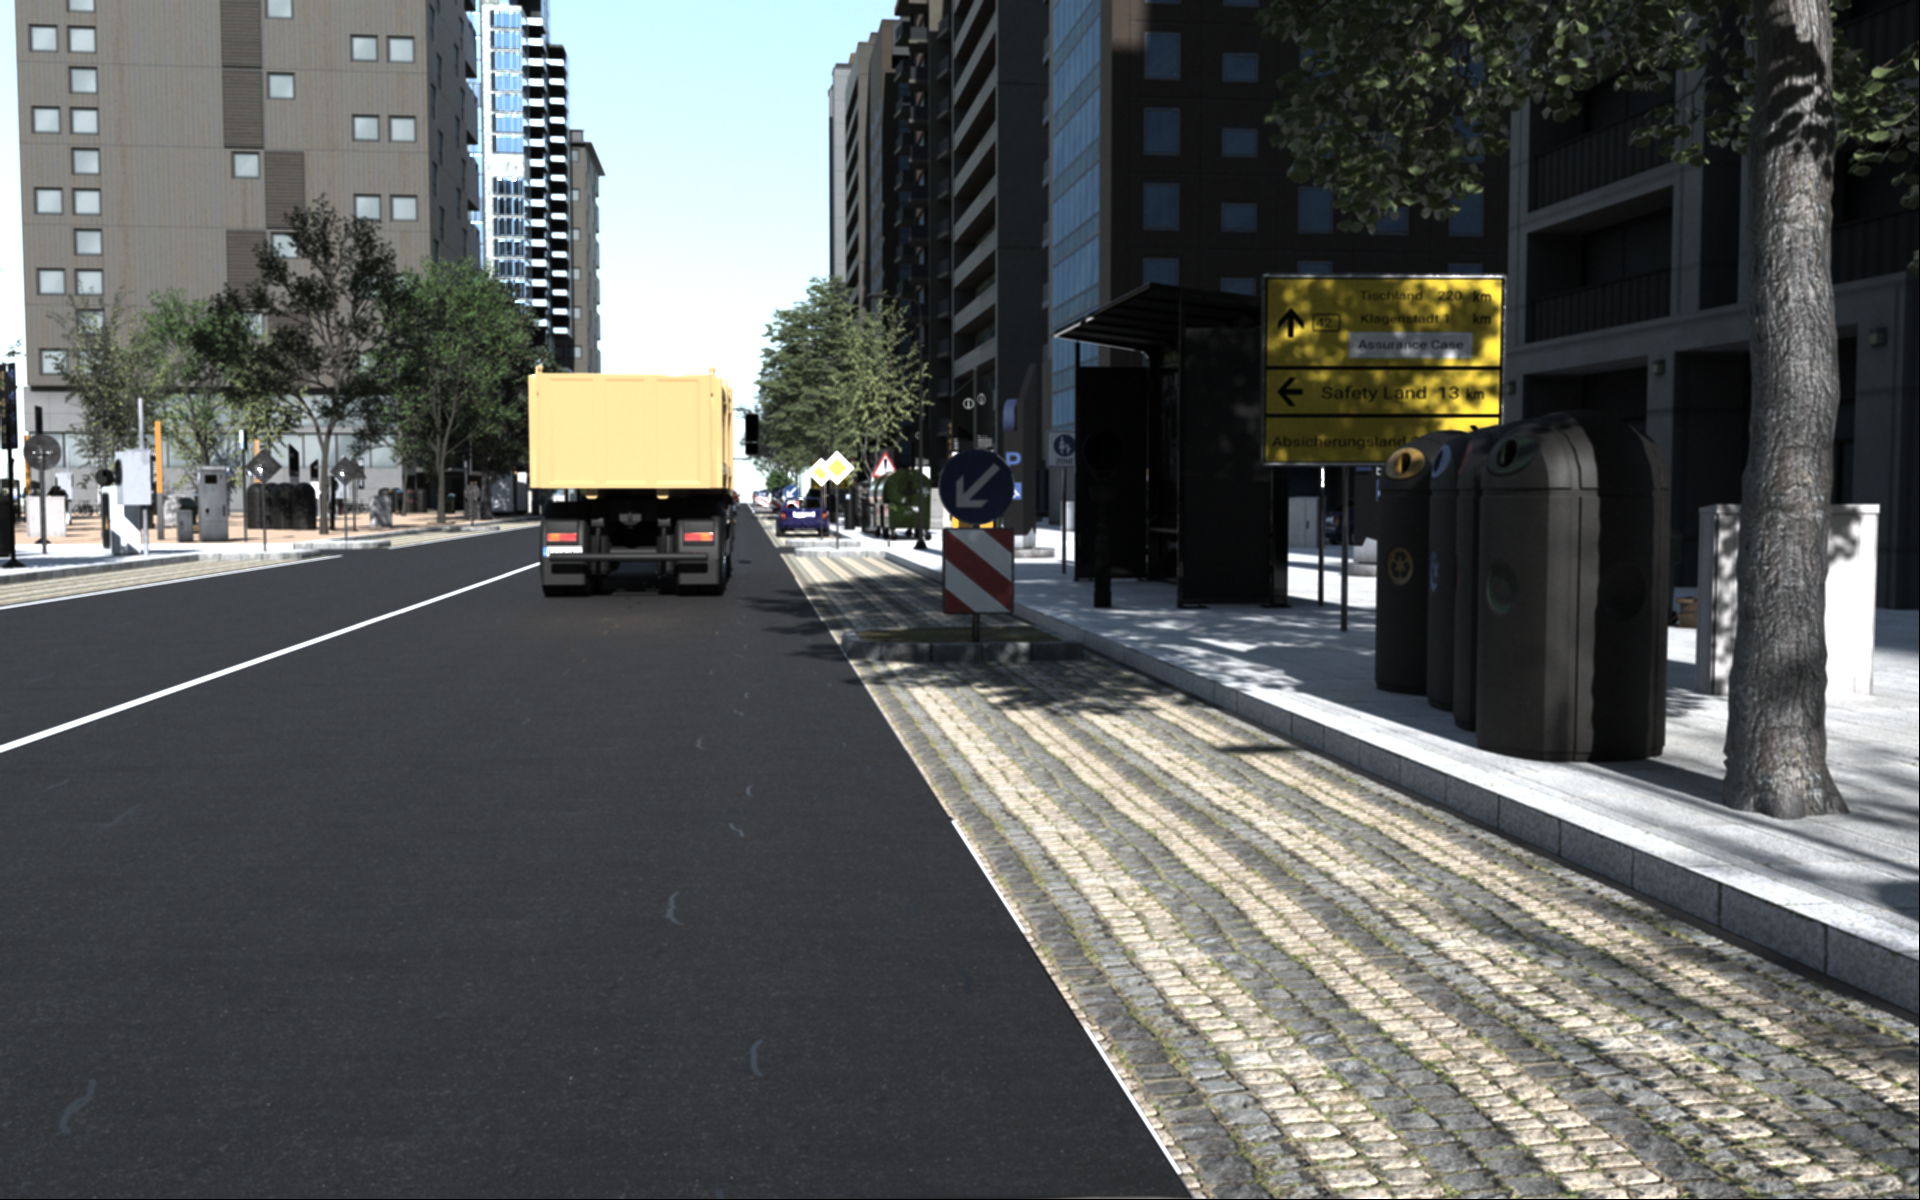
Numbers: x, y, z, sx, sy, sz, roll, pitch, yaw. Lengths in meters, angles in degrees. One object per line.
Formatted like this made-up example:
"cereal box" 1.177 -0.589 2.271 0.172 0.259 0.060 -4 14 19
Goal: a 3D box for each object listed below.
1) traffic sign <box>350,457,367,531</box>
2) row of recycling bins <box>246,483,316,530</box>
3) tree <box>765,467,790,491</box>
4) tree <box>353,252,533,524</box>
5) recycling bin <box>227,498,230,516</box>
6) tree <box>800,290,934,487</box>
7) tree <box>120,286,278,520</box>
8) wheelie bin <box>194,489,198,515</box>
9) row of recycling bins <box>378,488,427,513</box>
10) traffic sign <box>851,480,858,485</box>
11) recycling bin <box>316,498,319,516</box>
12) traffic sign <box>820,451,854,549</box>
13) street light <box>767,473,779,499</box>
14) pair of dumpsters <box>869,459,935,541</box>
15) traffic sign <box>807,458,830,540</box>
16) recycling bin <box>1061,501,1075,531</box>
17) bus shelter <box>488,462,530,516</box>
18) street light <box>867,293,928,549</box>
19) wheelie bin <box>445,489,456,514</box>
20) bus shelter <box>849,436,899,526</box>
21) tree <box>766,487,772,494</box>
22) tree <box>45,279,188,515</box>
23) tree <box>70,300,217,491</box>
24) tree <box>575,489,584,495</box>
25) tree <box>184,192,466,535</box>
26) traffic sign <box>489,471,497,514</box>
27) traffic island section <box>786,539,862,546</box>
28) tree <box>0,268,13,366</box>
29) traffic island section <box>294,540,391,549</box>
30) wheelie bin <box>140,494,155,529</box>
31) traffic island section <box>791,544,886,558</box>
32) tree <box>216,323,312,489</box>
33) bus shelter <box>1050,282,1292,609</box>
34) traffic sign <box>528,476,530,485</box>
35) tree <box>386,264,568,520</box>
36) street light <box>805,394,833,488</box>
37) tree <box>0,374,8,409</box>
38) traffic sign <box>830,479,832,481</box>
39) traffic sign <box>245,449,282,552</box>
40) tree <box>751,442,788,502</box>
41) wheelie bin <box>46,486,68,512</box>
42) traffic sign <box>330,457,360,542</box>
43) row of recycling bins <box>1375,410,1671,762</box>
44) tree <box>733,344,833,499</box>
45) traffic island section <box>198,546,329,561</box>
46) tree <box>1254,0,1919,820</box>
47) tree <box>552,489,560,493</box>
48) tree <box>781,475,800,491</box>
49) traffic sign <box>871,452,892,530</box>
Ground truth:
"traffic sign" -21.071 -3.682 60.208 0.884 2.594 0.081 0 4 1
"row of recycling bins" -24.772 -3.426 63.132 3.534 1.692 1.069 2 4 34
"tree" -21.783 -13.683 207.435 4.285 4.588 4.351 0 3 0
"tree" -22.380 -9.103 74.596 9.928 11.665 9.643 0 3 0
"recycling bin" -43.499 -5.467 101.945 0.722 1.027 0.722 0 4 6
"tree" -3.136 -6.923 63.546 4.737 8.622 4.395 0 3 0
"tree" -38.183 -9.890 87.450 9.928 11.665 9.643 0 3 0
"wheelie bin" -45.862 -5.920 104.699 0.693 1.594 0.980 2 4 28
"row of recycling bins" -37.684 -6.724 117.044 1.069 1.692 3.534 3 5 39
"traffic sign" -6.274 -6.057 99.041 0.884 2.594 0.081 0 4 -2
"recycling bin" -37.651 -5.374 100.412 0.722 1.027 0.722 1 4 9
"traffic sign" -2.845 -2.231 40.125 0.795 2.450 0.064 0 4 -7
"street light" -21.397 -13.833 198.707 1.470 5.913 1.316 0 4 -7
"pair of dumpsters" -1.668 -2.892 49.779 1.574 2.255 4.437 0 4 -7
"traffic sign" -3.844 -2.716 48.048 0.795 2.450 0.064 0 4 -7
"recycling bin" 3.900 -2.899 59.956 0.722 1.027 0.722 0 4 -7
"bus shelter" -26.697 -6.606 101.926 2.014 3.302 5.546 0 4 -7
"street light" -1.456 -4.141 40.251 1.470 5.913 1.316 0 4 -7
"wheelie bin" -33.579 -6.474 113.762 0.980 1.594 0.693 1 4 11
"bus shelter" -3.641 -5.030 73.517 1.731 3.624 6.357 0 4 -7
"tree" -27.135 -15.566 249.108 1.663 3.219 1.824 0 3 0
"tree" -29.459 -6.717 60.191 4.360 8.622 3.978 0 3 0
"tree" -32.195 -7.114 66.676 4.737 8.622 4.395 0 3 0
"tree" -30.992 -9.078 143.021 1.663 3.219 1.824 0 3 0
"tree" -20.199 -7.338 54.383 8.767 10.594 7.601 0 4 -7
"traffic sign" -25.910 -5.838 95.563 0.768 2.556 0.104 0 4 -6
"traffic island section" -3.822 -1.581 48.128 2.009 0.180 2.903 0 4 -7
"tree" -30.623 -6.241 52.409 4.360 8.622 3.978 0 3 0
"traffic island section" -16.514 -1.484 46.537 2.009 0.180 2.903 0 4 -7
"wheelie bin" -29.978 -3.399 63.483 0.693 1.594 0.980 0 4 -2
"traffic island section" -2.822 -1.096 40.205 2.009 0.180 2.903 0 4 -7
"tree" -30.398 -7.636 75.205 4.737 8.622 4.395 0 3 0
"bus shelter" 2.565 -1.906 22.448 1.731 3.624 6.357 0 4 -7
"traffic sign" -28.004 -6.939 113.565 0.768 2.556 0.104 0 4 2
"tree" -23.767 -10.384 86.787 9.611 12.733 9.660 0 3 0
"street light" -6.519 -6.609 80.598 1.470 5.913 1.316 0 4 -7
"tree" -16.660 -2.649 27.025 4.285 4.588 4.351 0 3 0
"traffic sign" -5.326 -4.563 74.708 0.768 2.556 0.104 0 4 -7
"traffic sign" -15.492 -2.135 38.556 0.795 2.450 0.064 0 4 -7
"tree" -29.488 -21.257 273.302 9.928 11.665 9.643 0 3 0
"wheelie bin" -36.380 -3.786 69.804 0.693 1.594 0.980 0 4 -2
"traffic sign" -16.491 -2.620 46.478 0.795 2.450 0.064 0 4 -7
"row of recycling bins" 3.153 -0.174 9.964 1.069 1.692 3.534 0 4 3
"tree" -13.377 -14.072 140.441 12.009 13.543 11.850 0 3 0
"traffic island section" -15.514 -0.999 38.615 2.009 0.180 2.903 0 4 -7
"tree" 2.955 -5.428 6.868 7.486 12.596 7.792 0 3 0
"tree" -27.383 -7.450 116.410 1.663 3.219 1.824 0 3 0
"tree" -19.522 -12.331 196.213 1.663 3.219 1.824 0 3 0
"traffic sign" -2.281 -3.250 53.140 0.884 2.594 0.081 0 4 1
